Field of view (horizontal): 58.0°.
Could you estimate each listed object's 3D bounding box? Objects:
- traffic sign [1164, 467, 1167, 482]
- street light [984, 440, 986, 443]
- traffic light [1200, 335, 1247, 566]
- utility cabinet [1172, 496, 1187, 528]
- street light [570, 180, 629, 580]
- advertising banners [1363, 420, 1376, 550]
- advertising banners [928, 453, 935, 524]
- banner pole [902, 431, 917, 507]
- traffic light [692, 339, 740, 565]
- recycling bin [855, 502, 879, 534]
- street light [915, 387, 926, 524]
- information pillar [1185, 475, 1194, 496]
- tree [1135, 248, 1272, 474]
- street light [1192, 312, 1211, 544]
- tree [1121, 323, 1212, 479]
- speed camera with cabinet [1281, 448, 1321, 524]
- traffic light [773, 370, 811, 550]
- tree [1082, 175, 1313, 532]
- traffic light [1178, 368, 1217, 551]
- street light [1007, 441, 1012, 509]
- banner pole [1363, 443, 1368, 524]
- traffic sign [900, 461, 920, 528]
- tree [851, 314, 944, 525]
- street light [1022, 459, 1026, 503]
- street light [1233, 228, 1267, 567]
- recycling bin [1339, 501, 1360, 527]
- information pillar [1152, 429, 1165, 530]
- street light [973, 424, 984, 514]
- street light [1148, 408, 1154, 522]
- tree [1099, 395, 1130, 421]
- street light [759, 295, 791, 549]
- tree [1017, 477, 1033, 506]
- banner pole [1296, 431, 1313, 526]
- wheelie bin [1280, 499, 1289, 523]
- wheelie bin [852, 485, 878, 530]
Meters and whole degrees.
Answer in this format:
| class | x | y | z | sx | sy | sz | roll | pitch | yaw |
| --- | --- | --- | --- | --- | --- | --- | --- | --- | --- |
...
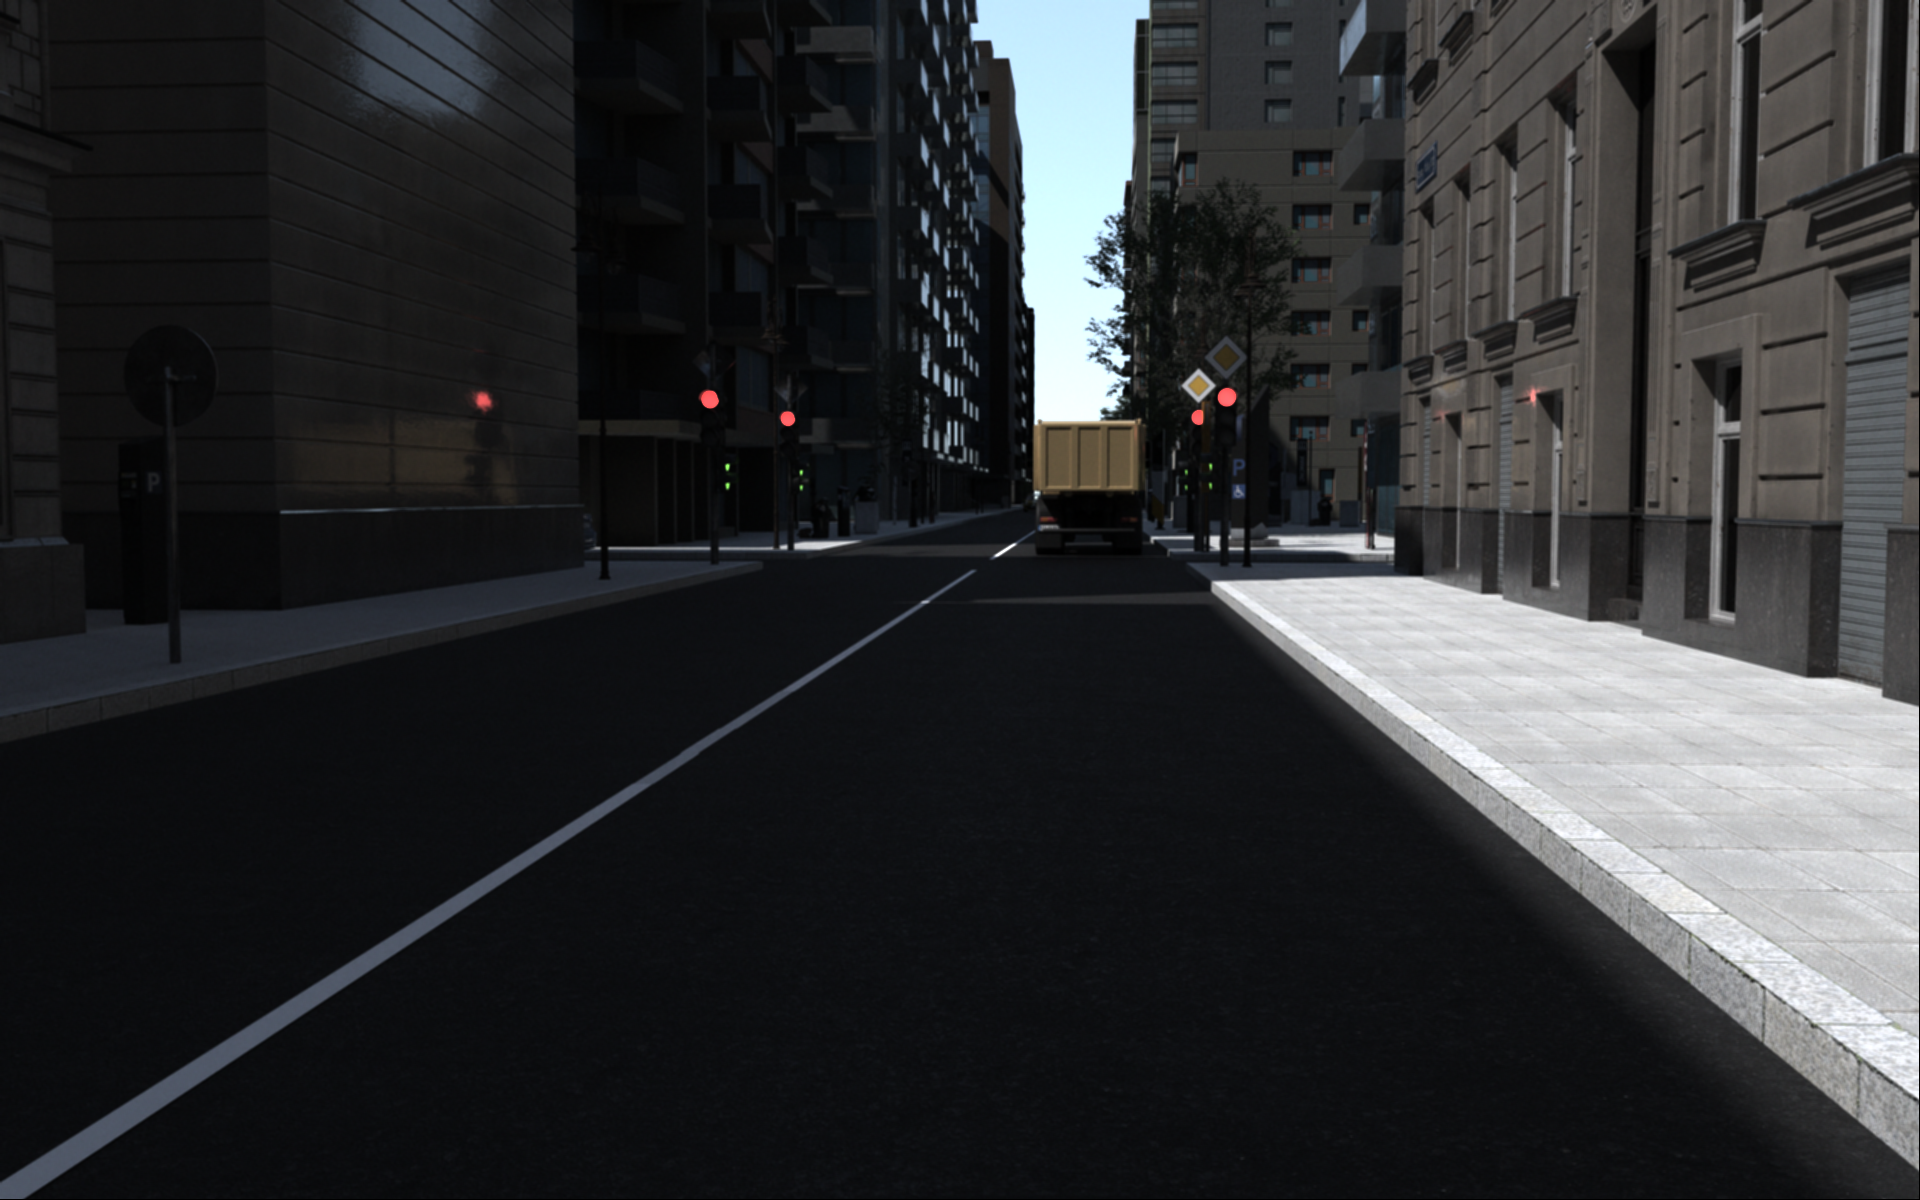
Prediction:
| class | x | y | z | sx | sy | sz | roll | pitch | yaw |
| --- | --- | --- | --- | --- | --- | --- | --- | --- | --- |
| traffic sign | 7.306 | -3.752 | 63.477 | 0.606 | 2.300 | 0.079 | 1 | 4 | 13 |
| street light | 1.493 | -8.759 | 115.990 | 0.468 | 5.910 | 1.993 | 0 | 4 | 4 |
| traffic light | 4.688 | -2.557 | 30.732 | 0.839 | 4.253 | 0.868 | 0 | 4 | 4 |
| utility cabinet | 8.490 | -3.292 | 64.980 | 1.020 | 1.237 | 0.306 | -1 | 4 | -22 |
| street light | -5.347 | -3.248 | 25.895 | 0.468 | 5.910 | 1.993 | 0 | 4 | 4 |
| advertising banners | 9.595 | -2.717 | 40.613 | 0.090 | 3.025 | 2.074 | 0 | 4 | 7 |
| advertising banners | -1.257 | -4.827 | 75.116 | 0.090 | 3.025 | 2.074 | 0 | 4 | 7 |
| banner pole | -1.964 | -4.816 | 68.761 | 0.863 | 3.779 | 0.401 | 2 | 4 | 29 |
| traffic light | -4.448 | -2.599 | 31.410 | 0.839 | 4.253 | 0.868 | 0 | 4 | 4 |
| recycling bin | -2.995 | -2.644 | 55.776 | 0.722 | 1.027 | 0.722 | 0 | 4 | 4 |
| street light | -1.621 | -6.242 | 74.841 | 0.468 | 5.910 | 1.993 | 0 | 4 | 4 |
| information pillar | 8.790 | -3.765 | 66.055 | 0.304 | 2.012 | 0.304 | -2 | 4 | -23 |
| tree | 7.257 | -6.186 | 51.505 | 4.360 | 8.622 | 3.978 | 0 | 3 | 0 |
| street light | 6.171 | -4.361 | 44.097 | 0.468 | 5.910 | 1.993 | 0 | 4 | 4 |
| tree | 8.746 | -7.578 | 74.269 | 4.737 | 8.622 | 4.395 | 0 | 3 | 0 |
| speed camera with cabinet | 15.557 | -5.231 | 79.856 | 2.038 | 3.252 | 0.660 | 0 | 4 | -5 |
| traffic light | -3.840 | -3.086 | 39.372 | 0.839 | 4.253 | 0.868 | 0 | 4 | 4 |
| tree | 7.858 | -8.083 | 57.913 | 9.928 | 11.665 | 9.643 | 0 | 3 | 0 |
| traffic light | 5.296 | -3.044 | 38.694 | 0.839 | 4.253 | 0.868 | 0 | 4 | 4 |
| street light | 4.307 | -10.908 | 151.129 | 0.468 | 5.910 | 1.993 | 0 | 4 | 4 |
| banner pole | 17.398 | -5.131 | 73.914 | 0.401 | 3.779 | 0.863 | 0 | 4 | 5 |
| traffic sign | -1.927 | -4.040 | 66.162 | 0.768 | 2.556 | 0.104 | 1 | 4 | 9 |
| tree | -2.705 | -7.415 | 71.599 | 4.360 | 8.622 | 3.978 | 0 | 3 | 0 |
| street light | 6.874 | -13.047 | 186.099 | 0.468 | 5.910 | 1.993 | 0 | 4 | 4 |
| street light | 5.057 | -3.520 | 30.339 | 0.468 | 5.910 | 1.993 | 0 | 4 | 4 |
| recycling bin | 15.184 | -3.356 | 67.432 | 0.722 | 1.027 | 0.722 | 1 | 4 | 19 |
| information pillar | 7.170 | -4.355 | 62.557 | 0.504 | 3.616 | 0.183 | 3 | 5 | 40 |
| street light | 1.073 | -8.356 | 109.407 | 0.468 | 5.910 | 1.993 | 0 | 4 | 4 |
| street light | 8.777 | -6.476 | 78.670 | 0.468 | 5.910 | 1.993 | 0 | 4 | 4 |
| tree | 18.397 | -17.052 | 196.935 | 7.486 | 12.596 | 7.792 | 0 | 3 | 0 |
| street light | -4.285 | -4.127 | 40.272 | 0.468 | 5.910 | 1.993 | 0 | 4 | 4 |
| tree | 7.281 | -11.998 | 190.768 | 1.663 | 3.219 | 1.824 | 0 | 3 | 0 |
| banner pole | 13.664 | -4.801 | 68.519 | 0.863 | 3.779 | 0.401 | -1 | 4 | -21 |
| wheelie bin | 14.233 | -4.233 | 77.118 | 0.693 | 1.594 | 0.980 | -2 | 4 | -31 |
| wheelie bin | -3.267 | -3.193 | 60.109 | 0.693 | 1.594 | 0.980 | 2 | 4 | 28 |
